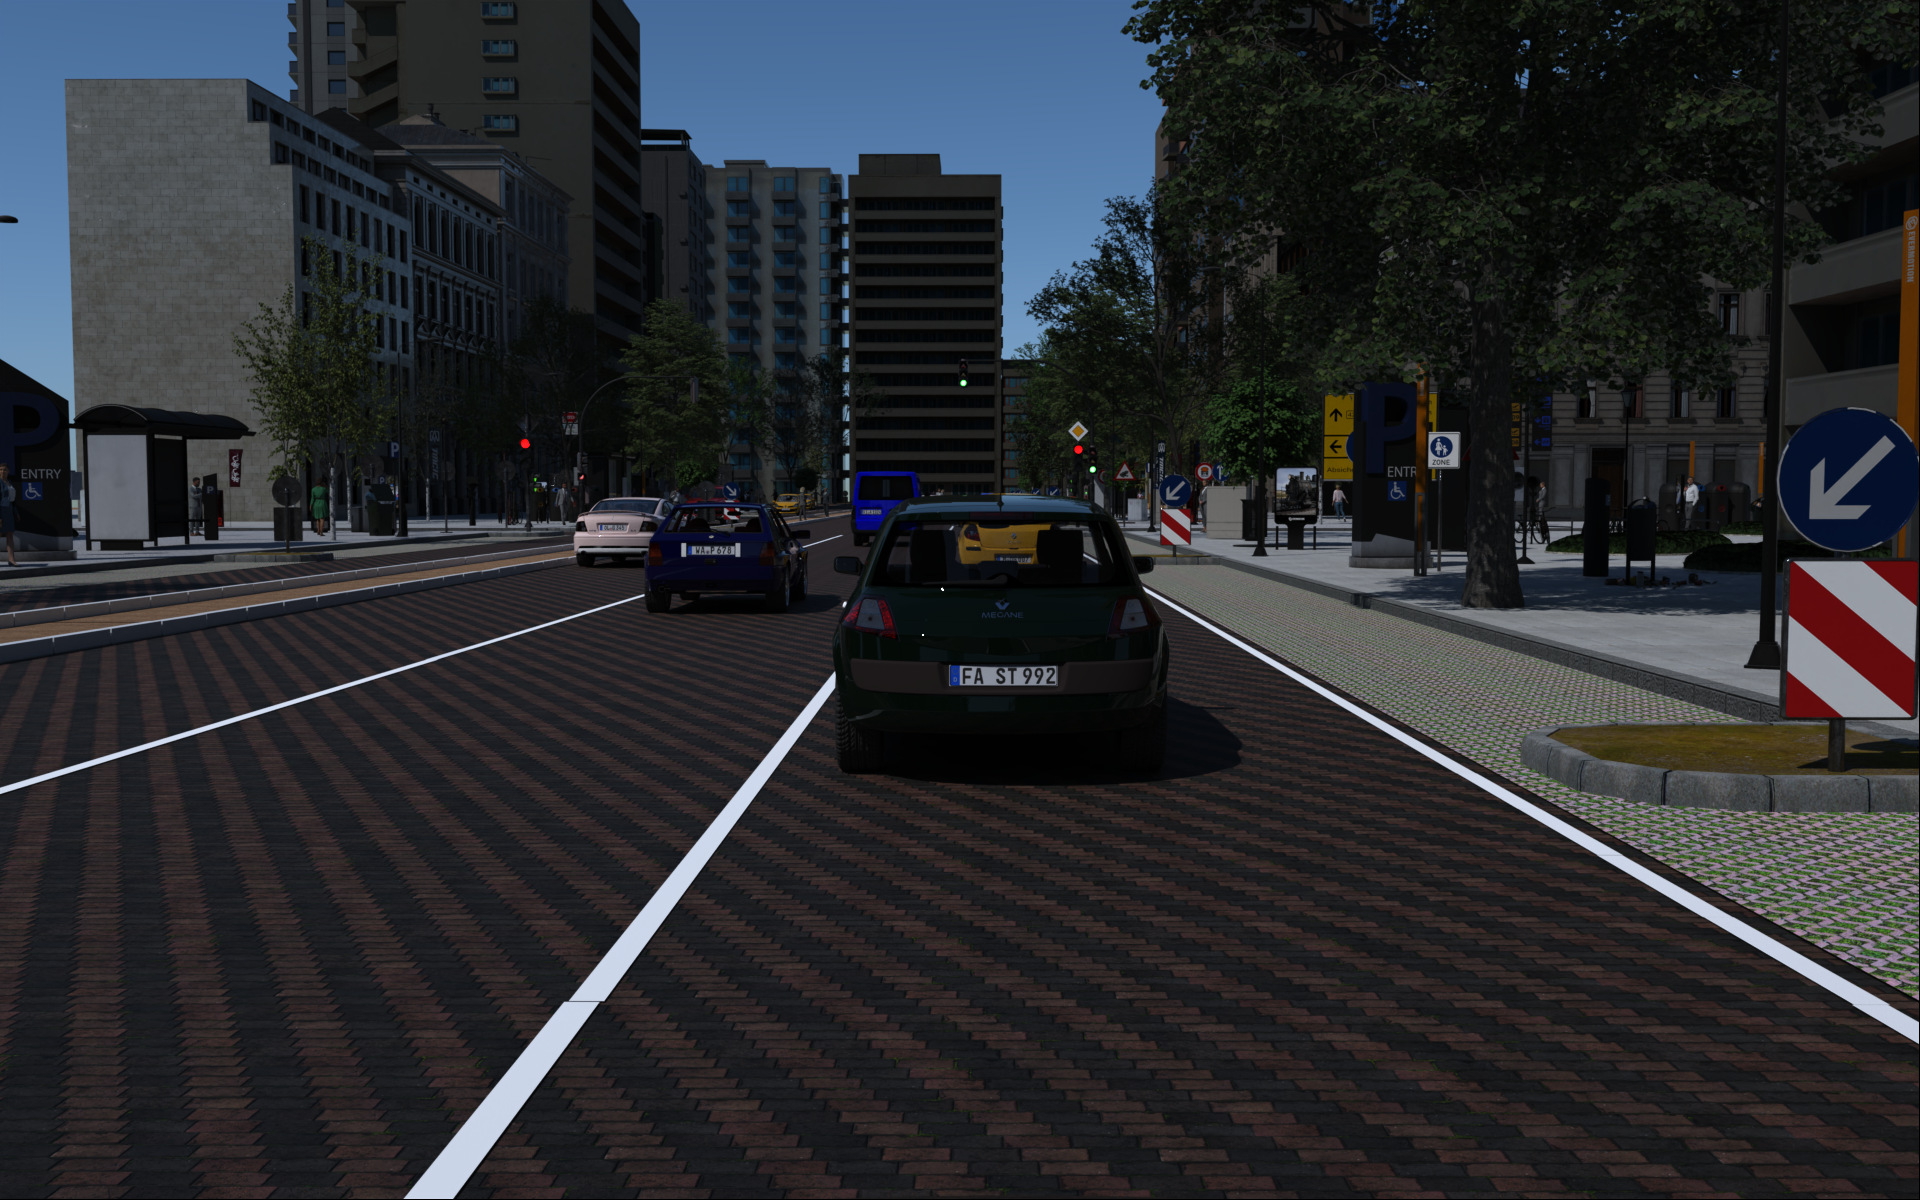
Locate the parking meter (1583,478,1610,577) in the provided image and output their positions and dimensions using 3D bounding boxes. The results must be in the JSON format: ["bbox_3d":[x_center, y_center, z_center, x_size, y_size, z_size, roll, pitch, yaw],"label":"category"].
[{"bbox_3d":[9.923,-1.136,26.989,0.372,1.533,0.369,0,3,0],"label":"parking meter"}]

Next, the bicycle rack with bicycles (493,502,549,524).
[{"bbox_3d":[-18.916,-3.774,75.093,2.852,0.926,2.925,-1,4,-13],"label":"bicycle rack with bicycles"}]

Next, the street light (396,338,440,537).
[{"bbox_3d":[-16.151,-4.837,51.628,1.470,5.913,1.316,0,4,1],"label":"street light"}]

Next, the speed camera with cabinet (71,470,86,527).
[{"bbox_3d":[-34.078,-4.469,67.404,2.038,3.252,0.660,1,4,18],"label":"speed camera with cabinet"}]

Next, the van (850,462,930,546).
[{"bbox_3d":[-1.993,-2.740,49.188,2.240,2.365,5.245,0,3,0],"label":"van"}]

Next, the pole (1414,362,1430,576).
[{"bbox_3d":[7.193,-2.026,26.965,0.158,3.312,0.155,0,3,0],"label":"pole"}]

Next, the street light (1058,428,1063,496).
[{"bbox_3d":[6.333,-7.577,96.430,1.470,5.913,1.316,0,4,1],"label":"street light"}]

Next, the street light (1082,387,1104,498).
[{"bbox_3d":[5.999,-6.195,73.826,1.470,5.913,1.316,0,4,1],"label":"street light"}]

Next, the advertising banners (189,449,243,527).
[{"bbox_3d":[-28.840,-4.337,67.100,2.074,3.025,0.090,-1,4,-12],"label":"advertising banners"}]

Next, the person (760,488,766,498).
[{"bbox_3d":[-18.374,-9.346,158.868,1.348,1.821,0.705,-2,4,-33],"label":"person"}]

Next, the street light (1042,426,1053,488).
[{"bbox_3d":[6.504,-8.960,119.036,1.470,5.913,1.316,0,4,1],"label":"street light"}]

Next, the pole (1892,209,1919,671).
[{"bbox_3d":[6.895,-1.143,12.534,0.158,3.312,0.155,0,3,0],"label":"pole"}]

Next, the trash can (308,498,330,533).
[{"bbox_3d":[-21.285,-2.812,57.632,0.748,1.137,0.748,0,3,0],"label":"trash can"}]

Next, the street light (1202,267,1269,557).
[{"bbox_3d":[5.650,-3.855,35.563,1.470,5.913,1.316,0,4,1],"label":"street light"}]

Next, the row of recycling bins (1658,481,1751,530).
[{"bbox_3d":[24.643,-3.077,57.414,3.534,1.692,1.069,-1,4,-21],"label":"row of recycling bins"}]

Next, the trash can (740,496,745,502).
[{"bbox_3d":[-17.072,-7.660,136.889,0.748,1.137,0.748,0,3,0],"label":"trash can"}]

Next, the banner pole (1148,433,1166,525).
[{"bbox_3d":[8.124,-4.939,70.772,0.401,3.779,0.863,-2,4,-35],"label":"banner pole"}]

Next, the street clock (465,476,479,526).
[{"bbox_3d":[-19.748,-4.009,70.120,0.471,2.002,0.358,-3,5,-45],"label":"street clock"}]

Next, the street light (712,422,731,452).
[{"bbox_3d":[-15.540,-8.556,112.437,1.470,5.913,1.316,0,4,1],"label":"street light"}]

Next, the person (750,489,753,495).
[{"bbox_3d":[-17.854,-8.622,147.713,0.721,1.736,1.217,1,4,8],"label":"person"}]

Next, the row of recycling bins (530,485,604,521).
[{"bbox_3d":[-18.558,-4.559,81.660,3.534,1.692,1.069,0,4,-1],"label":"row of recycling bins"}]

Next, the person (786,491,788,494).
[{"bbox_3d":[-21.028,-12.411,209.757,0.445,1.727,0.742,-3,5,-39],"label":"person"}]

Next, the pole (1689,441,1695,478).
[{"bbox_3d":[28.149,-4.453,66.655,0.158,3.312,0.155,0,3,0],"label":"pole"}]

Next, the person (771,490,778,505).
[{"bbox_3d":[-22.162,-12.247,206.794,0.721,1.766,1.217,2,4,34],"label":"person"}]

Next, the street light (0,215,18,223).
[{"bbox_3d":[-16.400,-3.455,29.023,1.470,5.913,1.316,0,4,1],"label":"street light"}]

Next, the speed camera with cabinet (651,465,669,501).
[{"bbox_3d":[-20.479,-7.558,117.906,0.660,3.252,2.038,-2,4,-35],"label":"speed camera with cabinet"}]

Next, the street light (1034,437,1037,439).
[{"bbox_3d":[6.750,-10.343,141.641,1.470,5.913,1.316,0,4,1],"label":"street light"}]

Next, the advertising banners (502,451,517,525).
[{"bbox_3d":[-18.584,-4.600,71.397,0.090,3.025,2.074,0,4,-1],"label":"advertising banners"}]

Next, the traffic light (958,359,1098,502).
[{"bbox_3d":[2.337,-5.122,58.409,4.771,5.953,1.251,0,4,1],"label":"traffic light"}]

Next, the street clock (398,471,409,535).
[{"bbox_3d":[-17.356,-3.026,54.050,0.358,2.002,0.471,-1,4,-10],"label":"street clock"}]

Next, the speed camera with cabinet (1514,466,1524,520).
[{"bbox_3d":[17.248,-3.775,56.050,2.038,3.252,0.660,-1,4,-8],"label":"speed camera with cabinet"}]

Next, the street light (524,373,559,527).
[{"bbox_3d":[-16.094,-5.753,66.600,1.470,5.913,1.316,0,4,1],"label":"street light"}]

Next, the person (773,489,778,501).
[{"bbox_3d":[-19.545,-10.811,183.255,0.683,1.767,0.568,2,4,25],"label":"person"}]

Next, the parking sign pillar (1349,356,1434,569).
[{"bbox_3d":[7.557,-2.555,30.252,1.447,3.967,1.447,-1,4,-10],"label":"parking sign pillar"}]

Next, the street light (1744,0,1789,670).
[{"bbox_3d":[5.419,-2.452,12.632,1.470,5.913,1.316,0,4,1],"label":"street light"}]

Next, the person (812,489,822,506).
[{"bbox_3d":[-15.787,-11.232,189.694,1.348,1.824,0.705,-1,4,-12],"label":"person"}]

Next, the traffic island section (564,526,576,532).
[{"bbox_3d":[-14.588,-2.725,66.829,2.009,0.180,2.903,0,4,1],"label":"traffic island section"}]

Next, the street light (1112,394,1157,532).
[{"bbox_3d":[5.921,-5.237,58.168,1.470,5.913,1.316,0,4,1],"label":"street light"}]

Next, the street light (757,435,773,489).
[{"bbox_3d":[-15.307,-9.949,135.203,1.470,5.913,1.316,0,4,1],"label":"street light"}]

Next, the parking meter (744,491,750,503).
[{"bbox_3d":[-15.539,-7.212,126.332,0.372,1.533,0.369,0,3,0],"label":"parking meter"}]

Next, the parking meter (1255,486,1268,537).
[{"bbox_3d":[8.996,-2.649,51.720,0.372,1.533,0.369,0,3,0],"label":"parking meter"}]

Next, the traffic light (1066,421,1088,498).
[{"bbox_3d":[4.512,-4.746,66.514,0.839,4.253,0.868,0,4,1],"label":"traffic light"}]

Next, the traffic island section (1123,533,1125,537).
[{"bbox_3d":[4.470,-2.224,58.643,2.009,0.180,2.903,0,4,1],"label":"traffic island section"}]

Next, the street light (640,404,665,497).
[{"bbox_3d":[-15.879,-7.135,89.206,1.470,5.913,1.316,0,4,1],"label":"street light"}]

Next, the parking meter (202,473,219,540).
[{"bbox_3d":[-20.785,-2.586,47.991,0.399,1.863,0.255,-2,4,-25],"label":"parking meter"}]

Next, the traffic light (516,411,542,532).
[{"bbox_3d":[-14.631,-4.268,58.709,0.839,4.253,0.868,0,4,1],"label":"traffic light"}]

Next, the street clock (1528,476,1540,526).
[{"bbox_3d":[22.789,-3.933,68.881,0.358,2.002,0.471,-3,5,-44],"label":"street clock"}]

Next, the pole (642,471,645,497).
[{"bbox_3d":[-19.964,-7.063,109.327,0.158,3.312,0.155,0,3,0],"label":"pole"}]

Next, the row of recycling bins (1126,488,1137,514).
[{"bbox_3d":[10.719,-6.377,111.372,1.069,1.692,3.534,1,4,15],"label":"row of recycling bins"}]

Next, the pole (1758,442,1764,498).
[{"bbox_3d":[31.496,-4.544,68.139,0.158,3.312,0.155,0,3,0],"label":"pole"}]

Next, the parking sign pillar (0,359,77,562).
[{"bbox_3d":[-17.877,-2.746,33.362,1.447,3.967,1.447,-1,4,-23],"label":"parking sign pillar"}]

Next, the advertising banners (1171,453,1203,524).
[{"bbox_3d":[9.942,-4.767,74.133,2.074,3.025,0.090,-1,4,-19],"label":"advertising banners"}]

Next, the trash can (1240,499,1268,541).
[{"bbox_3d":[8.036,-2.187,47.418,0.748,1.137,0.748,0,3,0],"label":"trash can"}]

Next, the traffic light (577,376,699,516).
[{"bbox_3d":[-12.456,-5.629,66.707,4.771,5.953,1.251,0,4,1],"label":"traffic light"}]

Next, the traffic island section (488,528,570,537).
[{"bbox_3d":[-14.671,-2.236,58.844,2.009,0.180,2.903,0,4,1],"label":"traffic island section"}]

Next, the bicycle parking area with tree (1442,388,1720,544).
[{"bbox_3d":[15.859,-3.707,47.605,8.231,4.147,9.016,0,4,4],"label":"bicycle parking area with tree"}]

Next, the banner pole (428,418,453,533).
[{"bbox_3d":[-17.127,-4.096,56.984,0.401,3.779,0.863,3,4,38],"label":"banner pole"}]
